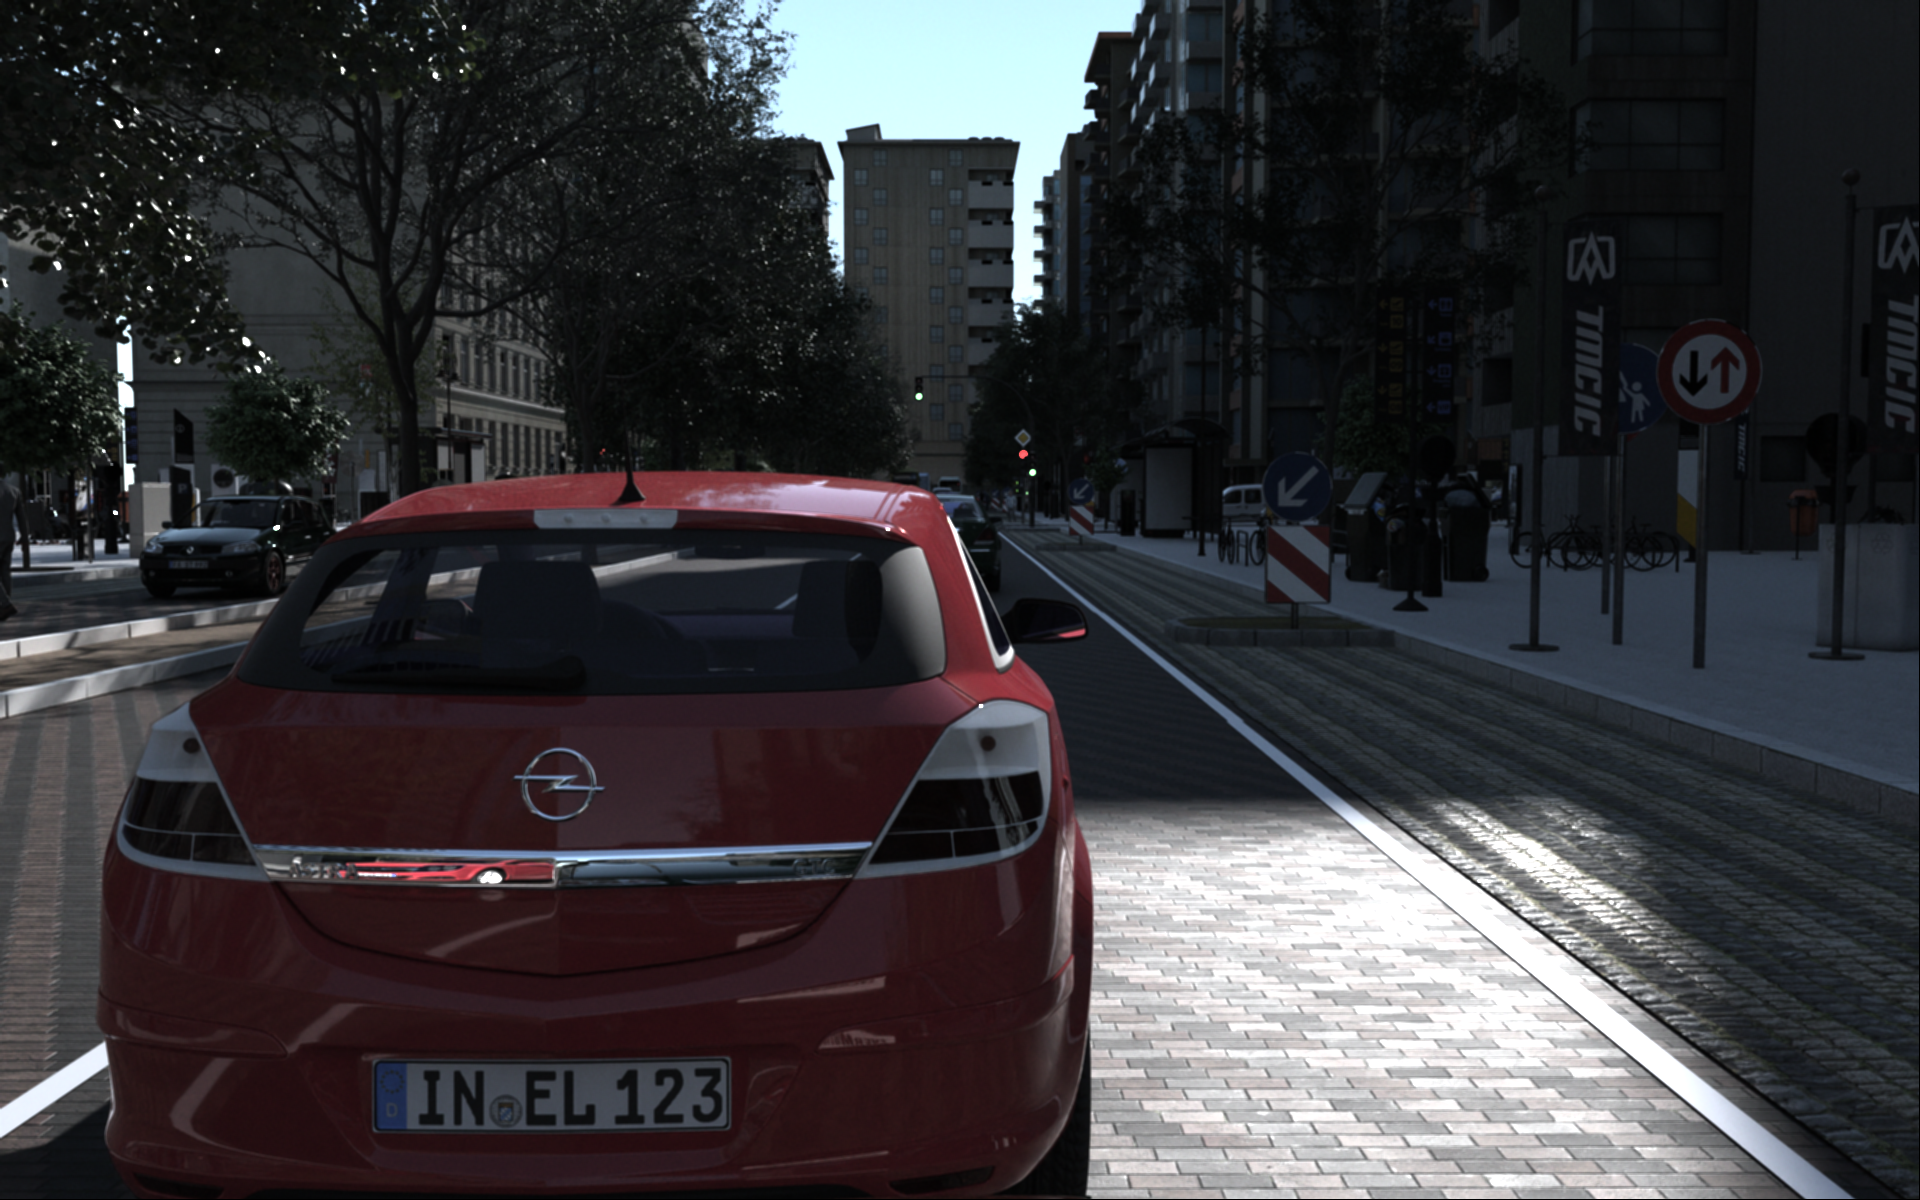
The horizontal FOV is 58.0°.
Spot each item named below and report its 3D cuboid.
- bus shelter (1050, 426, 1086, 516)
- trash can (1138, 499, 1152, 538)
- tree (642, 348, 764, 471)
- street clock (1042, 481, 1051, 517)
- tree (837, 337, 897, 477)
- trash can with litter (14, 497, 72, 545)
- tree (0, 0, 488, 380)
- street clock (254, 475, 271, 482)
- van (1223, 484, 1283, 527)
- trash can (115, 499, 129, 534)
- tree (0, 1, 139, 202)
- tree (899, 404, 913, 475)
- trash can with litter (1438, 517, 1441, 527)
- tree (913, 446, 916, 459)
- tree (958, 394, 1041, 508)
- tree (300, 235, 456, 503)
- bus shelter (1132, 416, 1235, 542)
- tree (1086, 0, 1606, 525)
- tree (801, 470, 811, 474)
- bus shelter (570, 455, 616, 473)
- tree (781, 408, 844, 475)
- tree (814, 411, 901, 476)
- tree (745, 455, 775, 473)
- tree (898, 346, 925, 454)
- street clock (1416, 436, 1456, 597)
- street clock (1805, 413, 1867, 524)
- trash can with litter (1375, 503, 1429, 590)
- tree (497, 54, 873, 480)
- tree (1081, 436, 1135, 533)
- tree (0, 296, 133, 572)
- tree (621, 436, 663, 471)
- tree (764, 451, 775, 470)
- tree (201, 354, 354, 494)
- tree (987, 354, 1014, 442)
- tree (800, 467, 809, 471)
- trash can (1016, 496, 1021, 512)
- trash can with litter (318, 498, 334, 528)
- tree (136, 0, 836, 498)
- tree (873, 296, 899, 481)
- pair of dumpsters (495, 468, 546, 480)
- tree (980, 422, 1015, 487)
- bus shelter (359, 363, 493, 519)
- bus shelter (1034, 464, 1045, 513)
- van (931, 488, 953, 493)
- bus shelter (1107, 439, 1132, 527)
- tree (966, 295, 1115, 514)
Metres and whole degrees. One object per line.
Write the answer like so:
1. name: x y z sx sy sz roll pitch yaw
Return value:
1. bus shelter: 6.388 -7.494 100.160 2.179 5.291 8.768 0 4 0
2. trash can: 5.639 -2.422 51.246 0.748 1.137 0.748 0 3 0
3. tree: -17.296 -11.885 112.449 7.486 12.596 7.792 0 3 0
4. street clock: 4.768 -5.542 95.174 0.471 2.002 0.358 -1 4 -22
5. tree: -7.774 -11.309 113.109 9.928 11.665 9.643 0 3 0
6. trash can with litter: -23.096 -1.999 43.740 2.233 1.210 1.678 1 4 8
7. tree: -6.993 -6.178 10.126 9.857 13.997 8.962 0 3 0
8. street clock: -19.613 -2.705 48.800 0.471 2.002 0.358 -1 4 -13
9. van: 11.316 -3.940 71.426 4.112 2.044 2.013 0 4 0
10. trash can: -26.520 -2.663 55.195 0.748 1.137 0.748 0 3 0
11. tree: -7.056 -6.669 21.872 12.009 13.543 11.850 0 3 0
12. tree: -7.694 -10.761 95.403 9.611 12.733 9.660 0 3 0
13. trash can with litter: 17.032 -3.236 63.963 2.233 1.210 1.678 -2 4 -25
14. tree: -7.976 -12.444 122.927 9.611 12.733 9.660 0 3 0
15. tree: 4.343 -14.980 161.937 9.611 12.733 9.660 0 3 0
16. tree: -15.914 -5.979 48.114 4.737 8.622 4.395 0 3 0
17. bus shelter: 6.127 -3.299 47.858 2.014 3.302 5.546 0 3 0
18. tree: 6.054 -5.775 28.827 8.767 10.594 7.601 1 4 14
19. tree: -16.469 -12.955 195.521 4.285 4.588 4.351 0 3 0
20. bus shelter: -16.445 -5.277 80.198 2.014 3.302 5.546 0 4 0
21. tree: -7.679 -8.287 88.309 4.360 8.622 3.978 0 3 0
22. tree: -7.696 -10.232 104.158 8.767 10.594 7.601 0 4 0
23. tree: -16.709 -9.633 141.205 4.285 4.588 4.351 0 3 0
24. tree: -7.422 -10.159 78.929 12.009 13.543 11.850 0 3 0
25. street clock: 5.898 -1.040 21.582 0.471 2.002 0.358 -1 4 -9
26. street clock: 7.854 -0.672 15.558 0.358 2.002 0.471 -3 5 -41
27. trash can with litter: 5.863 -0.727 23.272 0.624 1.170 1.055 0 4 -8
28. tree: -7.399 -7.687 45.147 9.611 12.733 9.660 0 3 0
29. tree: 4.727 -3.850 57.552 1.663 3.219 1.824 0 3 0
30. tree: -15.760 -2.772 29.041 4.285 4.588 4.351 0 3 0
31. tree: -16.793 -6.729 93.740 4.285 4.588 4.351 0 3 0
32. tree: -16.546 -14.158 149.618 7.486 12.596 7.792 0 3 0
33. tree: -16.013 -3.476 40.551 4.285 4.588 4.351 0 3 0
34. tree: 5.214 -9.034 82.114 8.767 10.594 7.601 1 4 11
35. tree: -16.289 -13.463 170.477 4.737 8.622 4.395 0 3 0
36. trash can: 4.461 -7.041 126.768 0.748 1.137 0.748 0 3 0
37. trash can with litter: -20.190 -2.663 54.926 0.624 1.170 1.055 -2 4 -26
38. tree: -7.411 -7.425 34.232 12.009 13.543 11.850 0 3 0
39. tree: -7.036 -8.304 55.230 9.611 12.733 9.660 0 3 0
40. pair of dumpsters: -16.126 -3.744 63.708 1.574 2.255 4.437 0 4 0
41. tree: 4.894 -16.242 183.677 7.486 12.596 7.792 0 3 0
42. bus shelter: -17.243 -4.768 55.596 2.179 5.291 8.768 0 3 0
43. bus shelter: 6.194 -8.991 124.631 2.179 5.291 8.768 0 4 0
44. van: -1.190 -6.448 112.434 2.013 2.044 4.112 0 4 -2
45. bus shelter: 6.528 -4.314 64.453 2.014 3.302 5.546 0 4 0
46. tree: 5.707 -12.455 110.302 9.857 13.997 8.962 0 3 0
